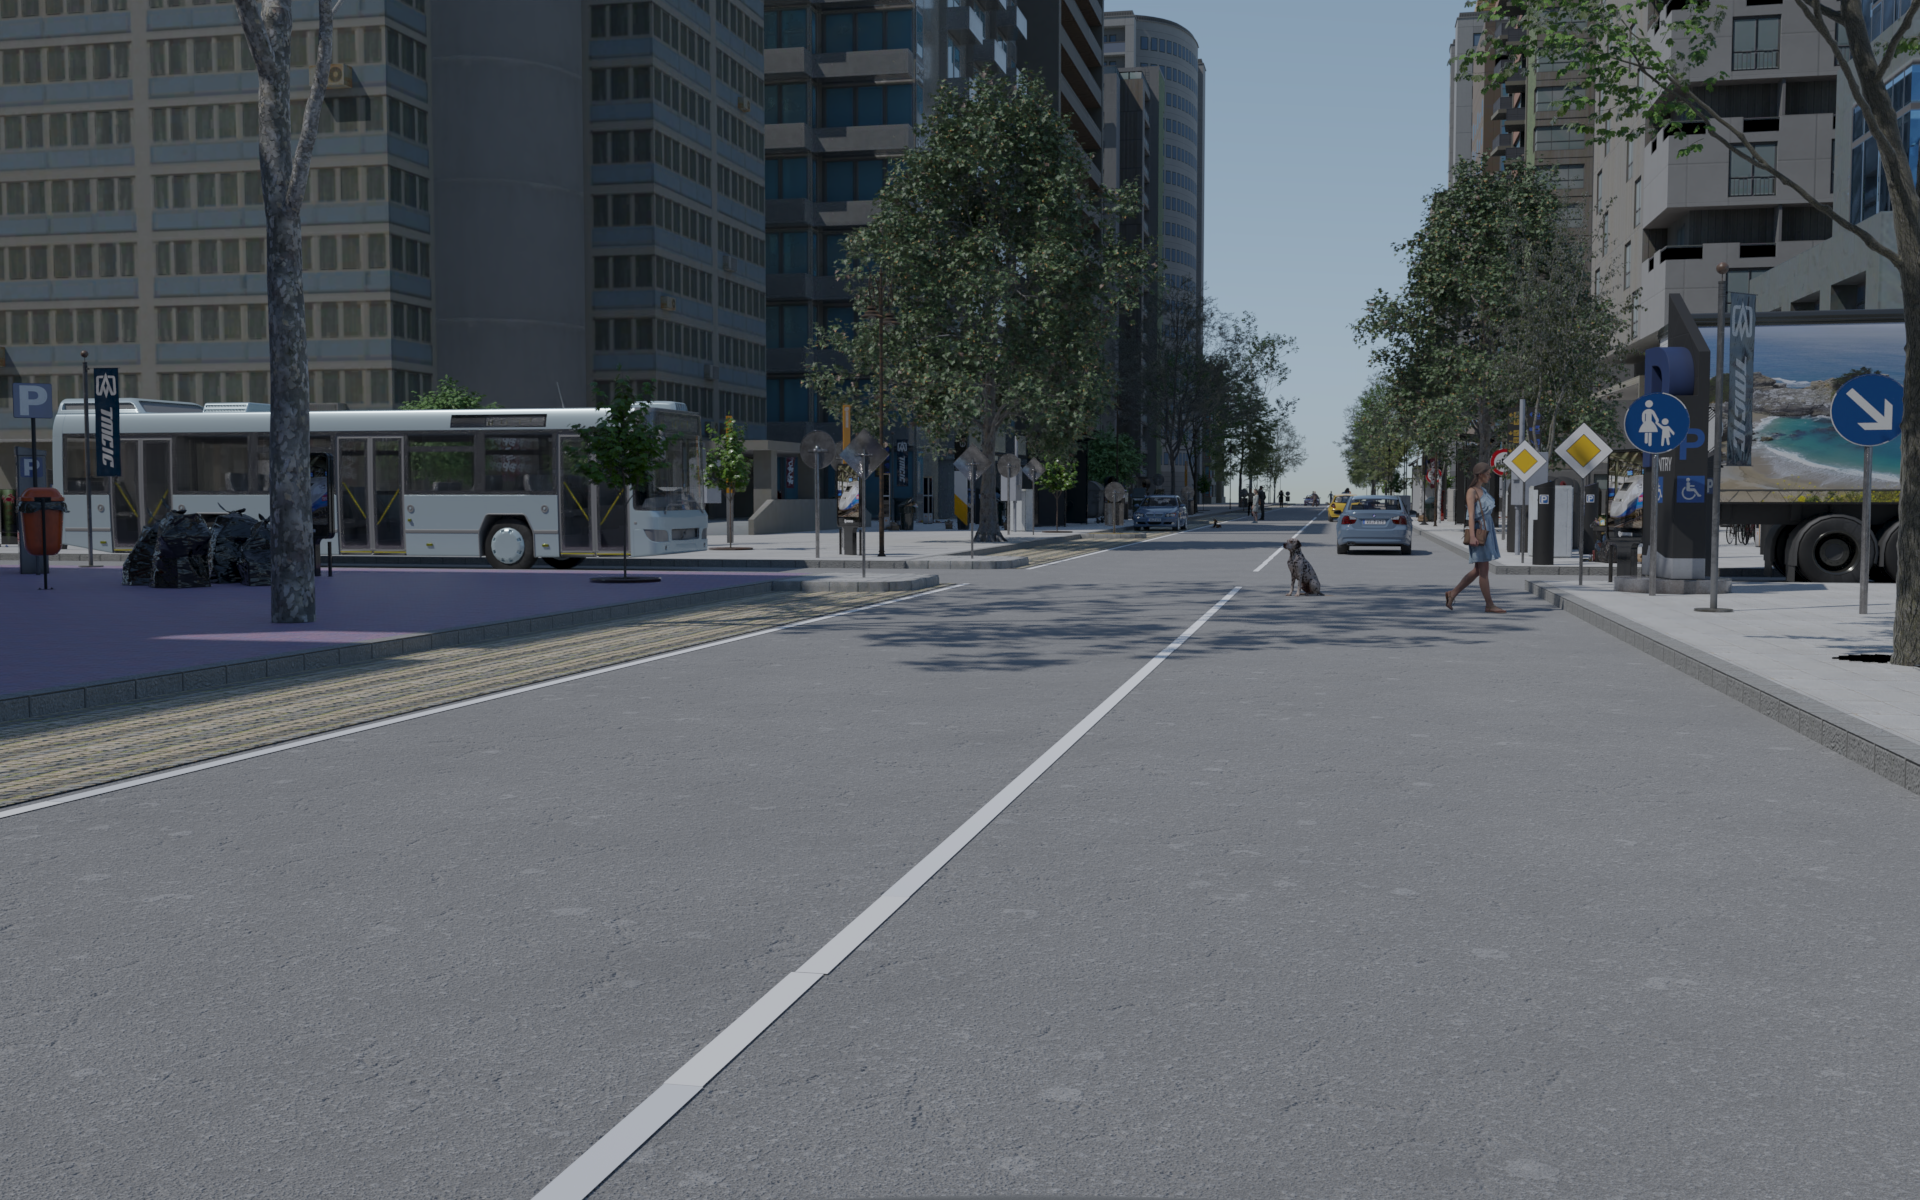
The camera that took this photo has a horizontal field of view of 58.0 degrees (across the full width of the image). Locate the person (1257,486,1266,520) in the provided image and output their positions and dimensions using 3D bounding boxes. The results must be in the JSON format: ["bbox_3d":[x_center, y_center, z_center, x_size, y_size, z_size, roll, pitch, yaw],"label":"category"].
[{"bbox_3d":[16.550,-5.347,95.286,0.474,1.900,0.648,2,4,24],"label":"person"}]

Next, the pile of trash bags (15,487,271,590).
[{"bbox_3d":[-11.210,-0.882,24.177,3.447,1.369,1.912,-2,4,-31],"label":"pile of trash bags"}]

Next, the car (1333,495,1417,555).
[{"bbox_3d":[10.128,-1.852,42.283,2.014,1.417,4.499,1,4,14],"label":"car"}]

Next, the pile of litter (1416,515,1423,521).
[{"bbox_3d":[22.778,-4.290,84.098,1.719,0.858,1.176,-1,4,-19],"label":"pile of litter"}]

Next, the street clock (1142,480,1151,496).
[{"bbox_3d":[9.260,-4.992,86.183,0.358,2.002,0.471,-2,4,-25],"label":"street clock"}]

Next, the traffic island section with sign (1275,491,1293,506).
[{"bbox_3d":[39.495,-12.476,212.605,1.989,1.847,2.006,1,4,12],"label":"traffic island section with sign"}]

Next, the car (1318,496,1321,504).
[{"bbox_3d":[49.287,-13.986,241.257,1.945,1.354,3.894,1,4,12],"label":"car"}]

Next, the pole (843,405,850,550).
[{"bbox_3d":[-2.598,-2.807,39.733,0.158,3.312,0.155,0,3,0],"label":"pole"}]

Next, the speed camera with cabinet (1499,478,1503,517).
[{"bbox_3d":[30.572,-6.228,96.169,0.660,3.252,2.038,0,4,-3],"label":"speed camera with cabinet"}]

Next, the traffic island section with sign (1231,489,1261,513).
[{"bbox_3d":[21.591,-7.506,131.357,1.989,1.847,2.006,1,4,12],"label":"traffic island section with sign"}]

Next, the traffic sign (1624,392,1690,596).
[{"bbox_3d":[8.732,-1.325,21.768,0.768,2.556,0.104,1,4,20],"label":"traffic sign"}]

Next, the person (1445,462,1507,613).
[{"bbox_3d":[6.217,-0.753,20.903,0.778,1.811,0.616,3,4,38],"label":"person"}]

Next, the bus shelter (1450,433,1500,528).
[{"bbox_3d":[20.375,-4.740,68.775,1.731,3.624,6.357,1,4,13],"label":"bus shelter"}]

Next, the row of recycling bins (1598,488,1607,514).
[{"bbox_3d":[28.115,-4.343,78.124,3.534,1.692,1.069,2,4,32],"label":"row of recycling bins"}]

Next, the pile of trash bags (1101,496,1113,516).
[{"bbox_3d":[8.577,-5.611,101.497,1.912,1.369,3.447,0,4,-6],"label":"pile of trash bags"}]

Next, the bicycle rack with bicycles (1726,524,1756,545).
[{"bbox_3d":[19.740,-1.923,44.819,2.925,0.926,2.852,-3,5,-43],"label":"bicycle rack with bicycles"}]

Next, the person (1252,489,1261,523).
[{"bbox_3d":[14.525,-4.622,85.080,0.522,1.701,0.512,0,4,-3],"label":"person"}]

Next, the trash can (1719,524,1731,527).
[{"bbox_3d":[29.613,-3.379,66.903,0.748,1.137,0.748,0,3,0],"label":"trash can"}]

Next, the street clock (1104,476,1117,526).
[{"bbox_3d":[6.085,-4.009,70.120,0.471,2.002,0.358,-2,4,-35],"label":"street clock"}]

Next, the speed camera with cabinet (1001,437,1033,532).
[{"bbox_3d":[1.960,-3.968,59.210,0.660,3.252,2.038,1,4,19],"label":"speed camera with cabinet"}]

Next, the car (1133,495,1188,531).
[{"bbox_3d":[7.940,-3.444,68.319,2.014,1.417,4.499,1,4,14],"label":"car"}]

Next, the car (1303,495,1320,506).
[{"bbox_3d":[42.445,-12.019,209.088,1.945,1.354,3.894,1,4,13],"label":"car"}]

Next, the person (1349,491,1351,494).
[{"bbox_3d":[35.012,-8.975,156.037,0.742,1.727,0.445,-1,4,-18],"label":"person"}]

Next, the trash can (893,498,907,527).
[{"bbox_3d":[-2.220,-3.348,66.386,0.748,1.137,0.748,0,3,0],"label":"trash can"}]

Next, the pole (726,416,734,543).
[{"bbox_3d":[-6.025,-3.149,45.337,0.158,3.312,0.155,0,3,0],"label":"pole"}]

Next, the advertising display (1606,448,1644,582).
[{"bbox_3d":[9.530,-1.192,24.699,0.123,1.923,0.974,-1,4,-10],"label":"advertising display"}]

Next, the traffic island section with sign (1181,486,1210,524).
[{"bbox_3d":[10.950,-4.556,83.113,1.989,1.847,2.006,1,4,12],"label":"traffic island section with sign"}]

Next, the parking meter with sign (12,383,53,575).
[{"bbox_3d":[-15.005,-1.943,28.022,0.543,3.016,1.738,-2,4,-30],"label":"parking meter with sign"}]

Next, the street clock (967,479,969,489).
[{"bbox_3d":[0.291,-4.696,81.349,0.358,2.002,0.471,0,4,3],"label":"street clock"}]

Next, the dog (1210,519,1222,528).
[{"bbox_3d":[10.766,-3.230,73.000,0.550,0.427,0.748,1,4,19],"label":"dog"}]

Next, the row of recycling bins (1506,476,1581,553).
[{"bbox_3d":[13.183,-1.962,39.198,1.069,1.692,3.534,2,4,34],"label":"row of recycling bins"}]

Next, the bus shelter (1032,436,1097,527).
[{"bbox_3d":[4.262,-4.828,70.224,1.731,3.624,6.357,1,4,12],"label":"bus shelter"}]

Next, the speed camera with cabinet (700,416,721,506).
[{"bbox_3d":[-6.750,-2.999,43.376,0.660,3.252,2.038,2,4,24],"label":"speed camera with cabinet"}]

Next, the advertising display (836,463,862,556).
[{"bbox_3d":[-2.302,-1.905,36.356,0.123,1.923,0.974,-2,4,-33],"label":"advertising display"}]

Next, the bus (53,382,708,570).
[{"bbox_3d":[-10.614,-2.326,32.897,13.247,3.499,2.948,1,4,13],"label":"bus"}]

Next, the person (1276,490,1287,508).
[{"bbox_3d":[33.654,-10.587,181.224,1.348,1.869,0.705,3,5,44],"label":"person"}]

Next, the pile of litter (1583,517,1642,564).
[{"bbox_3d":[12.336,-1.138,32.575,1.176,0.858,1.719,1,4,8],"label":"pile of litter"}]

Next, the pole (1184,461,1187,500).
[{"bbox_3d":[14.031,-6.956,107.580,0.158,3.312,0.155,0,3,0],"label":"pole"}]

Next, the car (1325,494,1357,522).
[{"bbox_3d":[19.979,-4.867,89.801,2.015,1.641,3.980,1,4,11],"label":"car"}]

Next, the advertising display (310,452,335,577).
[{"bbox_3d":[-10.169,-1.334,27.025,0.974,1.923,0.123,2,4,24],"label":"advertising display"}]

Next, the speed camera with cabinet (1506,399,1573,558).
[{"bbox_3d":[11.939,-2.520,35.533,0.660,3.252,2.038,0,4,-2],"label":"speed camera with cabinet"}]

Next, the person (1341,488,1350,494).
[{"bbox_3d":[21.604,-5.410,97.226,0.793,1.790,0.793,-3,5,-39],"label":"person"}]

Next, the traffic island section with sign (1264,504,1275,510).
[{"bbox_3d":[27.399,-9.118,157.705,1.989,1.847,2.006,1,4,12],"label":"traffic island section with sign"}]

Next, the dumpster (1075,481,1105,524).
[{"bbox_3d":[5.630,-4.279,75.712,1.264,1.857,1.865,1,4,12],"label":"dumpster"}]

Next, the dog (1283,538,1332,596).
[{"bbox_3d":[4.941,-0.458,24.319,0.800,0.831,0.513,1,4,11],"label":"dog"}]

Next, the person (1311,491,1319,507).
[{"bbox_3d":[39.624,-11.261,193.172,0.990,1.755,0.434,0,4,-2],"label":"person"}]

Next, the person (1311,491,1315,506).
[{"bbox_3d":[43.636,-12.576,214.097,1.348,1.826,0.705,3,5,43],"label":"person"}]

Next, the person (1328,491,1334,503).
[{"bbox_3d":[46.366,-12.704,216.290,1.350,1.814,0.705,-2,4,-34],"label":"person"}]

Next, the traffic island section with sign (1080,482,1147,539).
[{"bbox_3d":[5.012,-2.905,56.128,1.989,1.847,2.006,1,4,12],"label":"traffic island section with sign"}]

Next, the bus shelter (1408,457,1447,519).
[{"bbox_3d":[24.693,-5.950,91.211,2.014,3.302,5.546,1,4,12],"label":"bus shelter"}]

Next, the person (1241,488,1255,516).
[{"bbox_3d":[18.738,-6.304,111.584,1.348,1.823,0.705,0,3,0],"label":"person"}]
